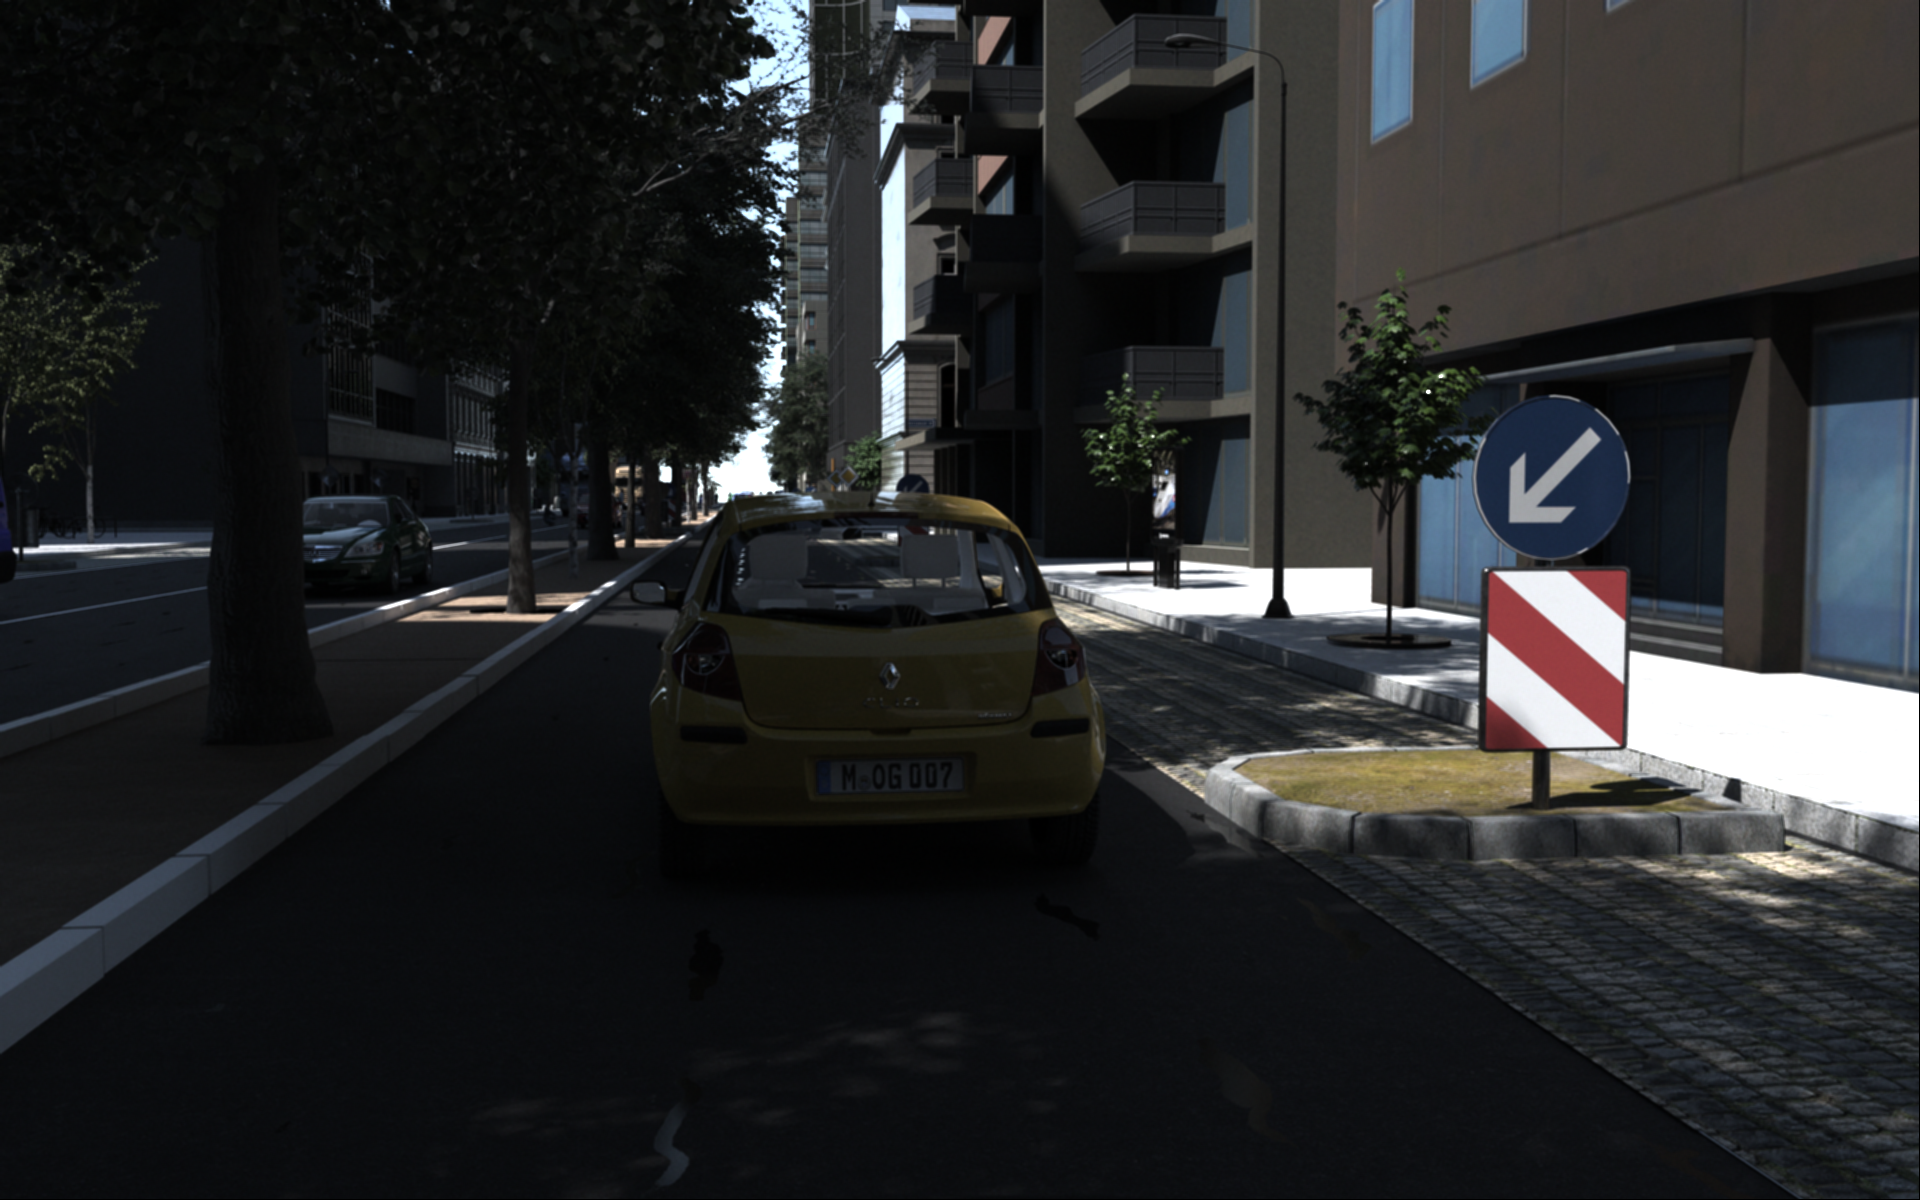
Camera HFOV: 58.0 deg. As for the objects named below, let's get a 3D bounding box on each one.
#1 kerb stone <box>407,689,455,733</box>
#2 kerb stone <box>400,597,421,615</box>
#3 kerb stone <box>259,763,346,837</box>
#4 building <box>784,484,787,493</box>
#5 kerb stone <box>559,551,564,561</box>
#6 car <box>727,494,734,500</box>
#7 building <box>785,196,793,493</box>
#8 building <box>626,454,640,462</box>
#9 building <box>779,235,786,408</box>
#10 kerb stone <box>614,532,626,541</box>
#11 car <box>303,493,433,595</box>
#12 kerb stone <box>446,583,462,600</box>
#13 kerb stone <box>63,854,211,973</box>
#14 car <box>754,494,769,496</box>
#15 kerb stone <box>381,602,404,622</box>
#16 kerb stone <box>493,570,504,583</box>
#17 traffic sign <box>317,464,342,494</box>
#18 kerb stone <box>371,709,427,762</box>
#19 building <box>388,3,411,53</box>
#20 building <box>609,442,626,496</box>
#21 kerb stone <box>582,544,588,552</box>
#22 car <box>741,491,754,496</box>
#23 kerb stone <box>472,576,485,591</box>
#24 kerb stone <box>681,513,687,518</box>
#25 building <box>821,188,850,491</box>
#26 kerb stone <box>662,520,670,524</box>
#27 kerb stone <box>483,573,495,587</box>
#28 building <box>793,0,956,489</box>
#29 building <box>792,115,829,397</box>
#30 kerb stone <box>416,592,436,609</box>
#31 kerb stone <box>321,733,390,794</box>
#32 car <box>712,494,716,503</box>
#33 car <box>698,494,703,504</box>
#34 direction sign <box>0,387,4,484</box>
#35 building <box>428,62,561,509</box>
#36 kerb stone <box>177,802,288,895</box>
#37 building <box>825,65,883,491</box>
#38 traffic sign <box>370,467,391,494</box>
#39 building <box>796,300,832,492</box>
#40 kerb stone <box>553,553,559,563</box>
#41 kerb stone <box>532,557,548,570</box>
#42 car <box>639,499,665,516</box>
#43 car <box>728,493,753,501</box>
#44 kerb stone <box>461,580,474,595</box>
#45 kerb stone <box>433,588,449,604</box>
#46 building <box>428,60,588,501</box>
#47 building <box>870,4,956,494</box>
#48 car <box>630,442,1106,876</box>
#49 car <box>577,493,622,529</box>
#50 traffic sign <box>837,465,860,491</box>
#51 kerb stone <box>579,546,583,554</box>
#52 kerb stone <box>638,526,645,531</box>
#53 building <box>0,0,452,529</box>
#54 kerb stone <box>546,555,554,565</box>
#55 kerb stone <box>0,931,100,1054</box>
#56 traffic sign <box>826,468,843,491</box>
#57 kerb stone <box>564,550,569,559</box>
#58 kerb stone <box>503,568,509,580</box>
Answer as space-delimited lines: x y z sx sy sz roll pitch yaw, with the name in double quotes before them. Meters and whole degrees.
"kerb stone" -3.296 0.701 10.747 0.120 0.150 1.000 0 4 -7
"kerb stone" -6.618 0.094 20.664 0.120 0.150 1.000 0 4 -7
"kerb stone" -2.921 0.887 7.701 0.120 0.150 1.000 0 4 -7
"building" -10.476 -34.788 260.671 32.217 40.220 23.993 0 4 -7
"kerb stone" -8.611 -0.903 36.966 0.120 0.150 1.000 0 4 -7
"car" -17.152 -7.687 134.476 1.959 1.807 4.718 0 4 -6
"building" -17.165 -34.073 240.681 14.154 41.232 14.086 0 4 -7
"building" -57.871 -36.380 249.435 22.147 44.769 28.867 0 4 -7
"building" -18.570 -38.624 286.122 22.147 44.769 28.867 0 4 -7
"kerb stone" -10.855 -2.021 55.293 0.120 0.150 1.000 0 4 -7
"car" -9.146 -0.871 26.044 2.131 1.459 4.920 0 4 -8
"kerb stone" -6.991 -0.093 23.709 0.120 0.150 1.000 0 4 -7
"kerb stone" -2.673 1.016 5.655 0.120 0.150 1.000 0 4 -7
"car" -13.356 -6.536 117.089 2.015 1.641 3.980 0 4 -6
"kerb stone" -6.496 0.156 19.646 0.120 0.150 1.000 0 4 -7
"kerb stone" -7.482 -0.342 27.787 0.120 0.150 1.000 0 4 -7
"traffic sign" -20.783 -3.272 57.146 0.795 2.450 0.064 0 4 -7
"kerb stone" -3.164 0.767 9.733 0.120 0.150 1.000 0 4 -7
"building" -51.140 -53.686 190.430 22.319 86.520 31.000 0 4 -7
"building" -51.714 -35.367 228.367 14.600 45.320 14.200 0 4 -7
"kerb stone" -9.360 -1.277 43.076 0.120 0.150 1.000 0 4 -7
"car" -24.695 -11.776 201.209 2.281 1.827 5.304 0 4 -8
"kerb stone" -7.241 -0.216 25.752 0.120 0.150 1.000 0 4 -7
"kerb stone" -17.638 -5.413 110.790 0.120 0.150 1.000 0 4 -7
"building" -3.073 -21.002 130.778 14.401 28.519 23.554 0 4 -7
"kerb stone" -14.655 -3.920 86.377 0.120 0.150 1.000 0 4 -7
"kerb stone" -7.364 -0.278 26.767 0.120 0.150 1.000 0 4 -7
"building" -9.611 -47.031 207.214 20.563 71.187 20.611 0 4 -7
"building" -10.755 -31.006 190.545 14.154 41.232 14.086 0 4 -7
"kerb stone" -6.749 0.032 21.679 0.120 0.150 1.000 0 4 -7
"kerb stone" -3.049 0.825 8.717 0.120 0.150 1.000 0 4 -7
"car" -38.753 -15.788 269.923 2.131 1.459 4.920 0 4 -6
"car" -36.319 -14.490 246.508 1.945 1.707 3.694 0 4 -7
"direction sign" -20.105 -2.712 36.345 0.379 3.537 0.876 -2 4 -27
"building" -50.837 -27.975 149.272 32.217 40.220 23.993 0 4 -7
"kerb stone" -2.797 0.952 6.678 0.120 0.150 1.000 0 4 -7
"building" -0.682 -19.185 107.176 14.314 27.812 24.014 0 4 -7
"traffic sign" -21.752 -3.757 65.073 0.795 2.450 0.064 0 4 -7
"building" -1.827 -19.913 170.623 27.650 21.520 28.899 0 4 -7
"kerb stone" -8.482 -0.841 35.947 0.120 0.150 1.000 0 4 -7
"kerb stone" -8.235 -0.713 33.900 0.120 0.150 1.000 0 4 -7
"car" -20.649 -6.386 116.985 1.945 1.354 3.894 0 4 -8
"car" -13.869 -6.192 110.829 1.945 1.707 3.694 0 4 -8
"kerb stone" -7.122 -0.155 24.723 0.120 0.150 1.000 0 4 -7
"kerb stone" -6.872 -0.027 22.694 0.120 0.150 1.000 0 4 -7
"building" -44.269 -31.771 169.568 14.600 45.320 14.200 0 4 -7
"building" 13.882 -15.734 76.342 34.723 24.649 14.460 0 4 -7
"car" -0.526 0.135 8.017 2.015 1.641 3.980 -1 4 -8
"car" -15.302 -3.920 73.124 2.155 1.783 4.494 0 4 -6
"traffic sign" -3.812 -3.398 59.192 0.795 2.450 0.064 0 4 -7
"kerb stone" -9.114 -1.152 41.046 0.120 0.150 1.000 0 4 -7
"kerb stone" -12.286 -2.733 67.020 0.120 0.150 1.000 0 4 -7
"building" -32.871 -15.861 78.388 14.314 24.678 30.058 0 4 -7
"kerb stone" -8.363 -0.774 34.925 0.120 0.150 1.000 0 4 -7
"kerb stone" -2.541 1.078 4.635 0.120 0.150 1.000 0 4 -7
"traffic sign" -4.781 -3.882 67.119 0.795 2.450 0.064 0 4 -7
"kerb stone" -8.734 -0.961 37.981 0.120 0.150 1.000 0 4 -7
"kerb stone" -7.614 -0.404 28.807 0.120 0.150 1.000 0 4 -7
